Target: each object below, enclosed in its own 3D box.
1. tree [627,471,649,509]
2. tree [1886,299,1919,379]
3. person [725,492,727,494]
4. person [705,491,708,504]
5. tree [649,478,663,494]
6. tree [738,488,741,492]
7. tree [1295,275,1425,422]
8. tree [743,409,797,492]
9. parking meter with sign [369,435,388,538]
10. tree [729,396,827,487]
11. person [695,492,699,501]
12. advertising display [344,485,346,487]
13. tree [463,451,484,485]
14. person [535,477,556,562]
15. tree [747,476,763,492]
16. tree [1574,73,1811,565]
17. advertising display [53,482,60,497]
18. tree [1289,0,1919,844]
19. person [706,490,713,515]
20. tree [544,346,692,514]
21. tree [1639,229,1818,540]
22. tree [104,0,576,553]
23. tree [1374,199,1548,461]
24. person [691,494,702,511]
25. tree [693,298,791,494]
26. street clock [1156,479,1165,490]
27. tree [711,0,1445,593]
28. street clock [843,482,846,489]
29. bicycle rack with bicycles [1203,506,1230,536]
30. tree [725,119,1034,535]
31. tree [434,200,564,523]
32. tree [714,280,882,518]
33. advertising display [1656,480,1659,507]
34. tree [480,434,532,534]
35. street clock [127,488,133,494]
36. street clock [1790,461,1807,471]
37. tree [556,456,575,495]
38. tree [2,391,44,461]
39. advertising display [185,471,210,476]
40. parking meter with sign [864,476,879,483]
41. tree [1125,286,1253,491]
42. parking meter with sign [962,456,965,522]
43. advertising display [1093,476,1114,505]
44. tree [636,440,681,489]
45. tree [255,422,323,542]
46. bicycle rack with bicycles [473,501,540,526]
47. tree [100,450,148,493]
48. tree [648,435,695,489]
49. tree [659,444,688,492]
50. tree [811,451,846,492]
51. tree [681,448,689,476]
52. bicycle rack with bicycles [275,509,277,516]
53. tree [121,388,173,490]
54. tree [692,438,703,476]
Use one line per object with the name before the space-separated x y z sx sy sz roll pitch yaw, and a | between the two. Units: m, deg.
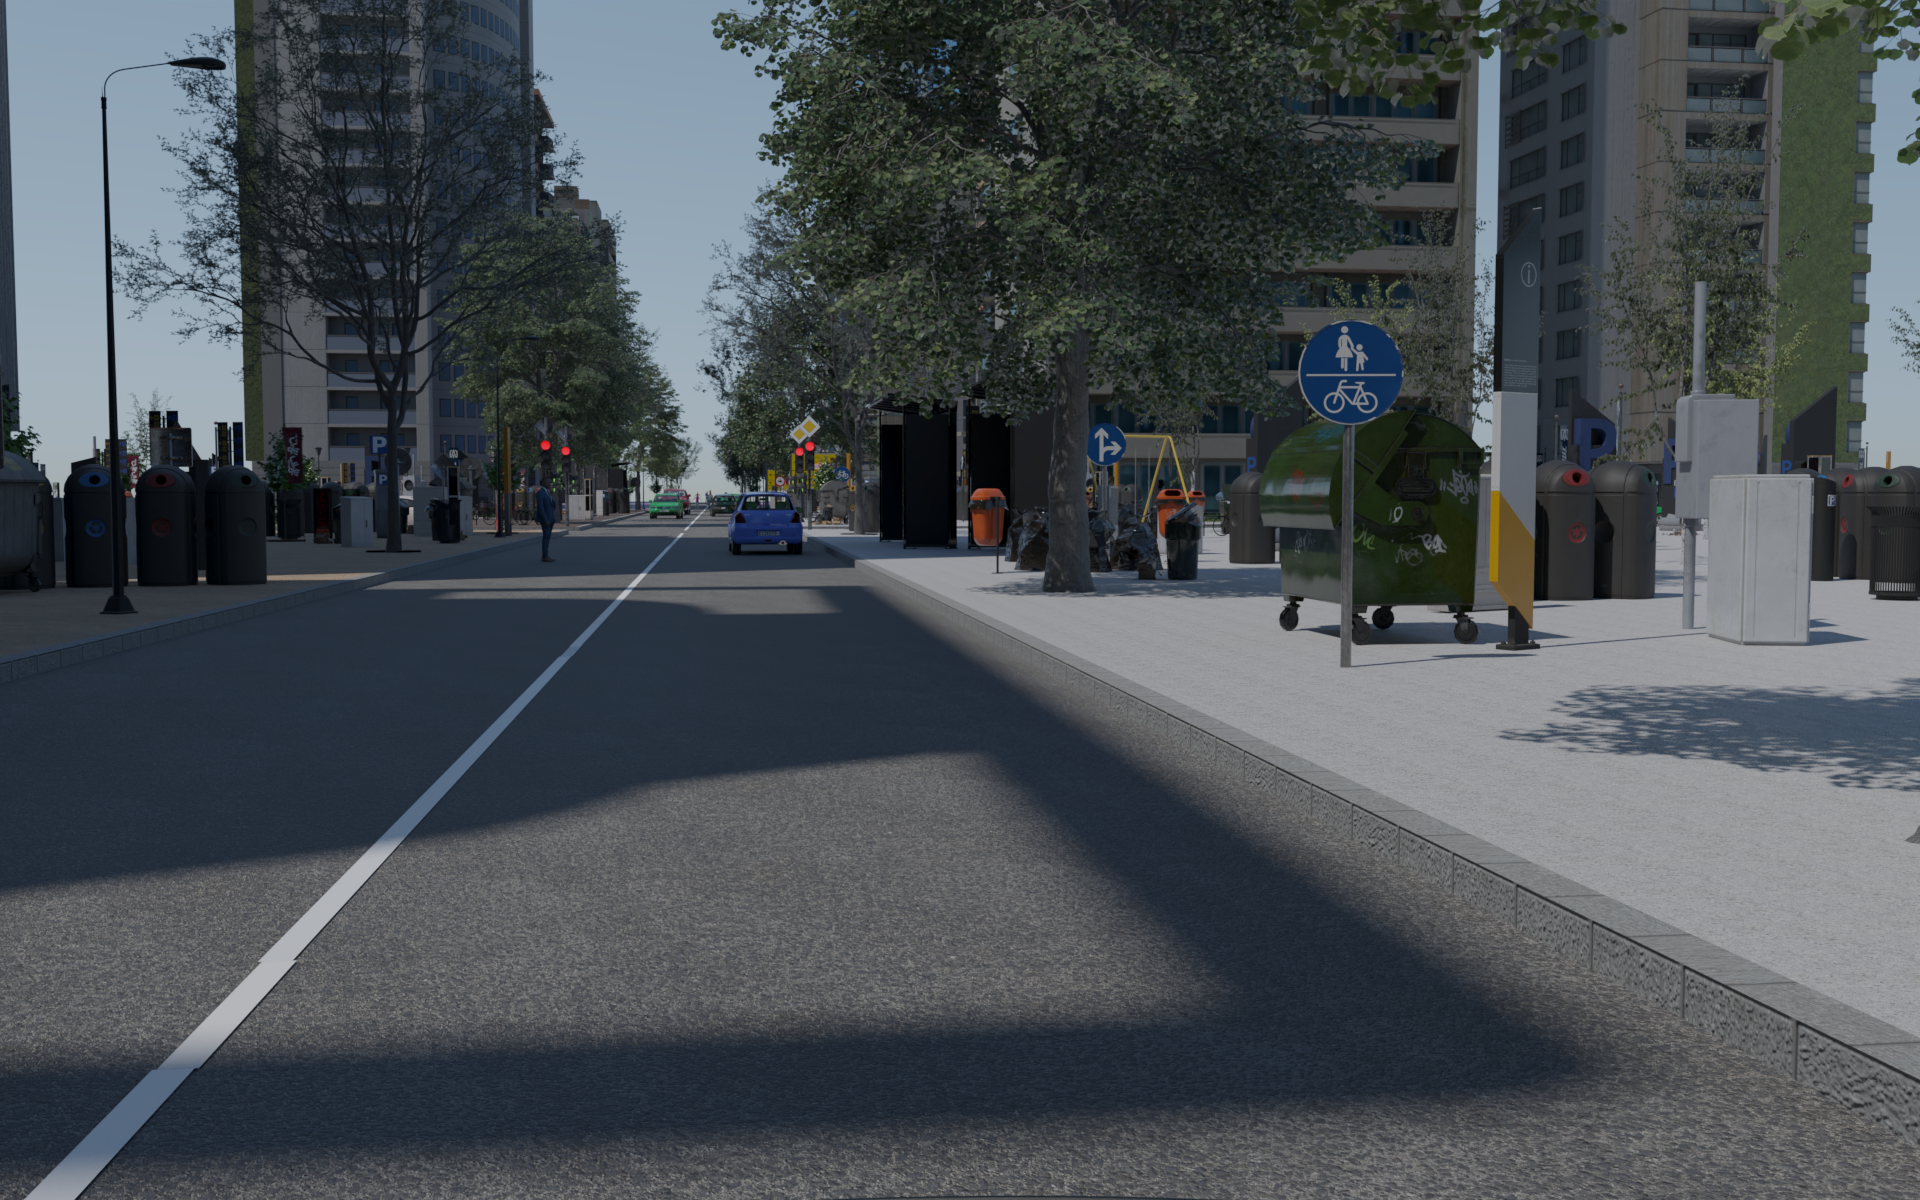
tree | -27.933 -9.361 147.649 1.663 3.219 1.824 0 3 0
tree | 25.443 -5.637 42.535 4.360 8.622 3.978 0 3 0
person | -35.909 -15.669 265.356 0.551 1.740 0.621 3 5 45
person | -36.291 -14.704 248.781 0.709 1.838 0.599 -3 5 -42
tree | -32.466 -11.678 185.543 1.663 3.219 1.824 0 3 0
tree | -36.903 -21.355 299.518 4.360 8.622 3.978 0 3 0
tree | 13.369 -6.551 57.468 4.737 8.622 4.395 0 3 0
tree | -13.114 -10.975 129.807 4.360 8.622 3.978 0 3 0
parking meter with sign | -16.984 -3.339 50.862 0.543 3.016 1.738 -1 4 -21
tree | -14.600 -12.428 137.609 8.767 10.594 7.601 -2 4 -27
person | -39.972 -15.572 263.822 1.217 1.735 0.721 0 4 -4
advertising display | -44.502 -7.308 124.703 0.974 1.923 0.123 2 4 31
tree | -37.896 -9.064 131.913 4.285 4.588 4.351 0 3 0
person | -8.810 -1.721 36.826 0.419 1.800 0.721 0 4 -3
tree | -22.184 -11.697 185.846 1.663 3.219 1.824 0 3 0
tree | 13.169 -4.948 31.267 4.360 8.622 3.978 0 3 0
advertising display | -49.620 -5.499 95.123 0.123 1.923 0.974 -3 5 -41
tree | 3.880 -5.397 6.365 7.486 12.596 7.792 0 3 0
person | -17.186 -6.707 119.164 0.512 1.701 0.522 0 4 6
tree | -23.333 -11.443 112.847 9.928 11.665 9.643 0 3 0
tree | 21.120 -5.983 48.188 4.737 8.622 4.395 0 3 0
tree | -12.465 -7.795 37.823 12.009 13.543 11.850 0 3 0
tree | 12.263 -5.679 43.214 4.360 8.622 3.978 0 3 0
person | -22.558 -8.372 148.599 0.991 1.433 0.599 0 4 -1
tree | -19.778 -19.147 168.938 12.611 20.169 13.585 0 3 0
street clock | 9.369 -4.704 81.486 0.471 2.002 0.358 -1 4 -13
tree | 1.477 -7.089 22.554 9.857 13.997 8.962 0 3 0
street clock | -5.746 -4.957 85.618 0.358 2.002 0.471 0 4 -8
bicycle rack with bicycles | 8.799 -2.380 52.287 2.925 0.926 2.852 -1 4 -23
tree | -3.231 -8.790 54.079 12.009 13.543 11.850 0 3 0
tree | -17.695 -10.312 75.248 9.857 13.997 8.962 0 3 0
tree | -8.464 -10.758 92.895 9.611 12.733 9.660 0 3 0
advertising display | 31.905 -4.578 80.063 0.974 1.923 0.123 -2 4 -27
tree | -14.662 -3.750 55.920 1.663 3.219 1.824 0 3 0
street clock | -54.307 -6.646 113.225 0.471 2.002 0.358 -3 4 -36
street clock | 18.386 -2.038 37.886 0.471 2.002 0.358 -2 4 -29
tree | -28.903 -8.836 128.179 4.285 4.588 4.351 0 3 0
tree | -15.647 -2.027 27.746 1.663 3.219 1.824 0 3 0
advertising display | -21.592 -2.678 49.001 0.974 1.923 0.123 2 4 24
parking meter with sign | -3.676 -4.692 72.982 1.738 3.016 0.543 -3 5 -39
tree | 7.598 -6.589 58.099 4.360 8.622 3.978 0 3 0
parking meter with sign | -0.668 -5.045 78.754 1.738 3.016 0.543 0 4 -6
advertising display | 5.187 -3.502 62.464 0.974 1.923 0.123 -3 4 -36
tree | -35.900 -15.500 203.786 4.737 8.622 4.395 0 3 0
tree | -18.194 -3.181 46.615 1.663 3.219 1.824 0 3 0
bicycle rack with bicycles | -18.491 -3.554 71.497 2.852 0.926 2.925 3 5 43
tree | -53.773 -7.775 110.828 4.285 4.588 4.351 0 3 0
tree | -41.902 -19.309 250.116 7.601 10.594 8.767 -1 4 -9
tree | -43.120 -19.048 261.793 4.360 8.622 3.978 0 3 0
tree | -5.894 -5.077 77.615 1.663 3.219 1.824 0 3 0
tree | -36.492 -16.354 217.750 4.737 8.622 4.395 0 3 0
bicycle rack with bicycles | -39.512 -5.034 95.684 2.852 0.926 2.925 -2 4 -28
tree | -56.177 -10.377 120.033 4.360 8.622 3.978 0 3 0
tree | -48.747 -22.928 300.620 9.928 11.665 9.643 0 3 0
